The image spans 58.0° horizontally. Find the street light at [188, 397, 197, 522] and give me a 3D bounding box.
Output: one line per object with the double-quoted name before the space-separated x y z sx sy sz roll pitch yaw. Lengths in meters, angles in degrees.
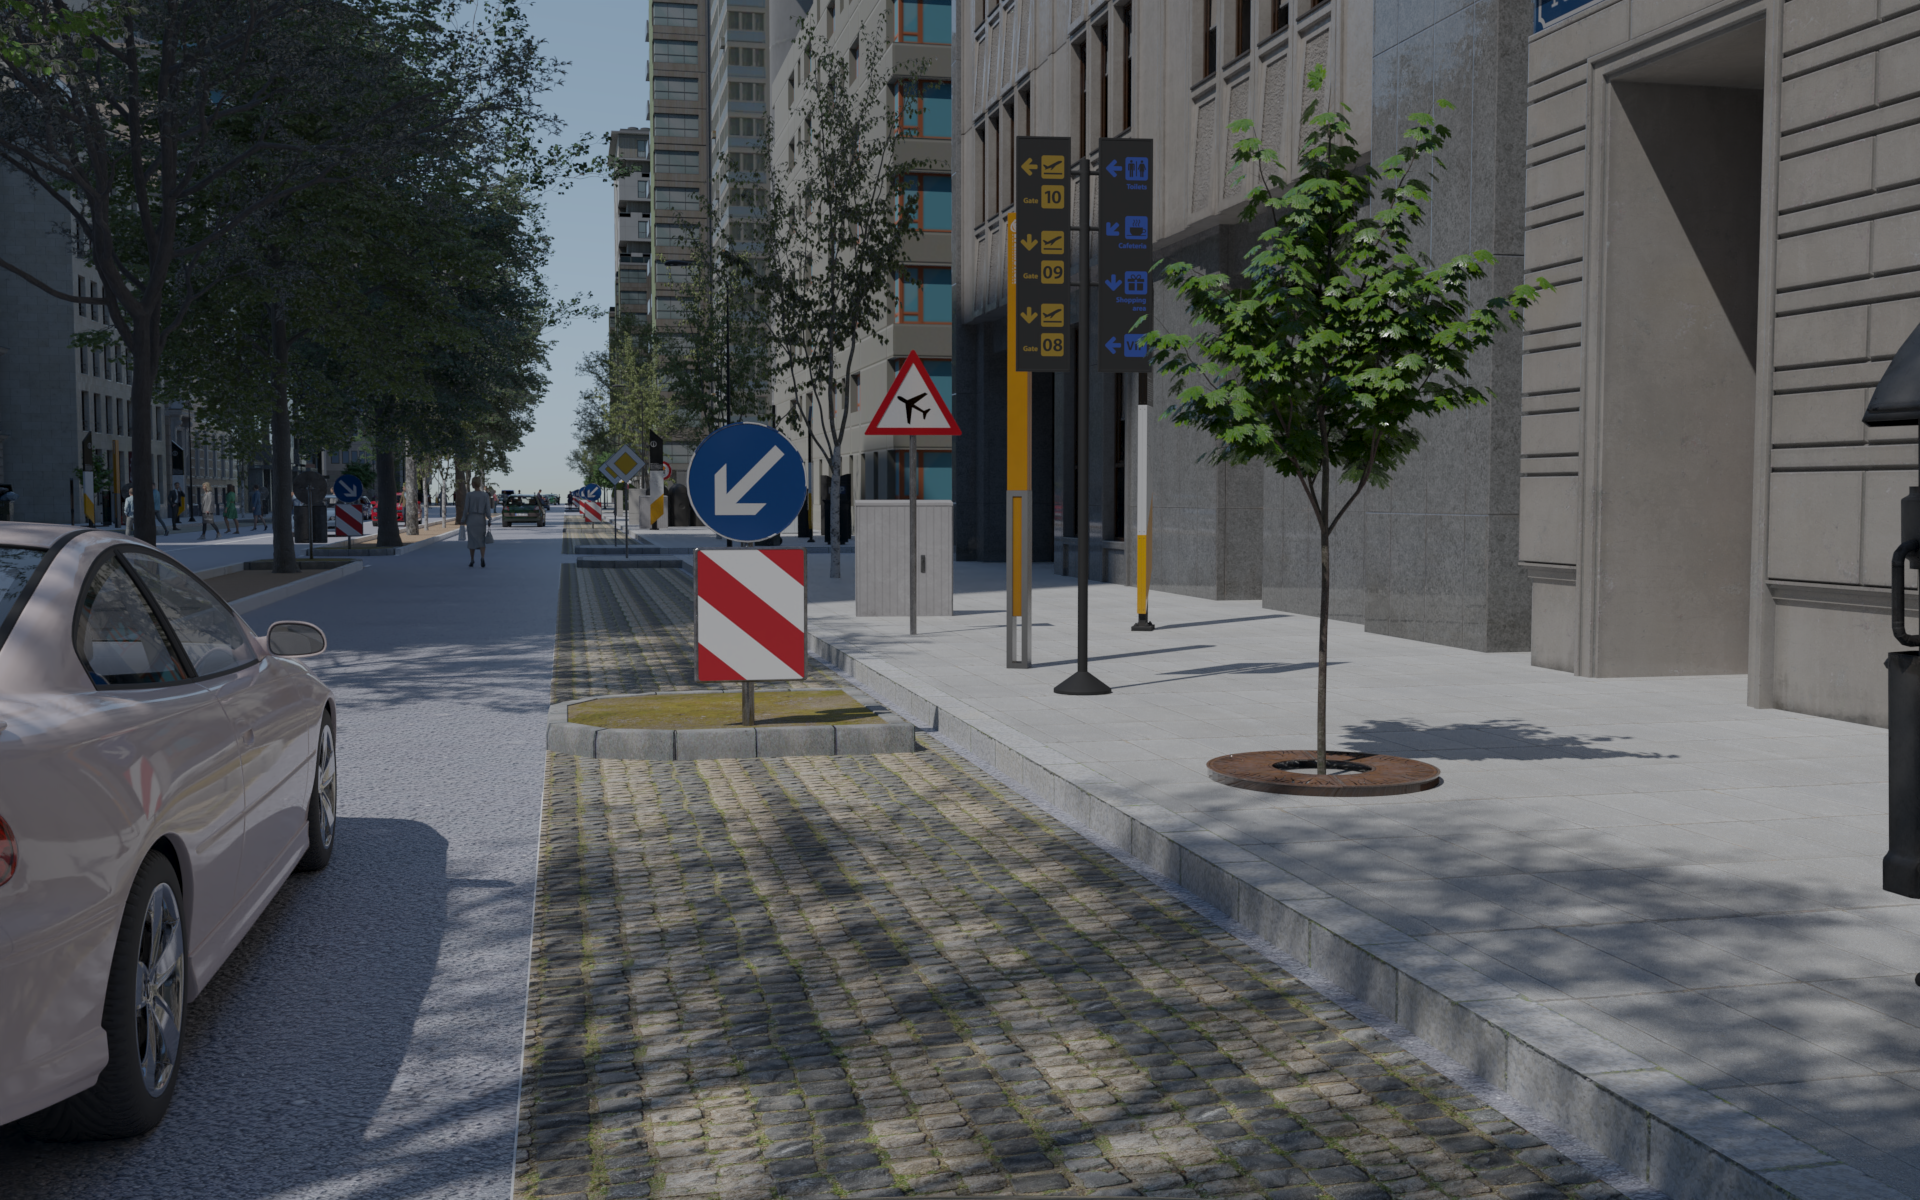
"street light" -35.014 -6.579 80.100 1.470 5.913 1.316 -1 4 -13

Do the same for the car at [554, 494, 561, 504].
"car" -55.377 -13.686 235.570 2.131 1.459 4.920 -1 4 -14

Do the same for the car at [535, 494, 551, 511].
"car" -36.879 -8.557 151.913 2.014 1.417 4.499 -1 4 -12

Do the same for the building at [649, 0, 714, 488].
"building" -15.927 -27.227 128.763 14.154 41.232 14.086 -1 4 -13

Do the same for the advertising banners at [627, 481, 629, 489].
"advertising banners" -17.460 -5.862 92.027 0.090 3.025 2.074 -2 4 -24

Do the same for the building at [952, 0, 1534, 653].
"building" 7.901 -12.611 24.220 12.078 24.808 19.932 -1 4 -13

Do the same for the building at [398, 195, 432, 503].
"building" -85.923 -37.018 255.346 14.600 45.320 14.200 -1 4 -13

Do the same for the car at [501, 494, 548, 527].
"car" -19.105 -4.044 75.905 2.009 1.686 4.222 -1 4 -11

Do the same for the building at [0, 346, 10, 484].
"building" -41.502 -14.411 54.707 14.460 24.649 34.723 -1 4 -13

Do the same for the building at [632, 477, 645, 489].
"building" -17.613 -29.833 179.657 32.217 40.220 23.993 -1 4 -13

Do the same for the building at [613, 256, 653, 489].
"building" -34.641 -26.952 212.373 14.160 30.474 14.107 -1 4 -13

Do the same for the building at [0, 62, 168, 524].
"building" -44.832 -13.841 81.055 10.420 20.320 16.860 -1 4 -13

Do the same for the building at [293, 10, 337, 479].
"building" -67.745 -30.429 152.138 22.147 44.769 28.867 -1 4 -13

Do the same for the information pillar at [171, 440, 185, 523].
"information pillar" -34.186 -5.160 75.724 0.504 3.616 0.183 0 4 -5

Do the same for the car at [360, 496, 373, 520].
"car" -33.464 -5.079 95.616 1.945 1.354 3.894 -1 4 -13

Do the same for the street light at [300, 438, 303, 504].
"street light" -42.594 -8.620 113.477 1.470 5.913 1.316 -1 4 -13

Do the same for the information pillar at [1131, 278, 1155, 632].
"information pillar" 1.747 -1.527 16.314 0.183 3.616 0.504 1 4 13

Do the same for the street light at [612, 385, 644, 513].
"street light" -14.053 -6.189 73.725 1.470 5.913 1.316 -1 4 -13

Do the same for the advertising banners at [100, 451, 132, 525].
"advertising banners" -34.334 -4.561 70.763 2.074 3.025 0.090 1 4 21

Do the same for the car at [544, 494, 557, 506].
"car" -51.583 -12.566 217.249 2.131 1.459 4.920 -1 4 -15

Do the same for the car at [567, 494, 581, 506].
"car" -47.883 -12.566 215.243 2.009 1.686 4.222 -1 4 -11

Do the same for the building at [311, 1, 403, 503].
"building" -78.920 -40.589 205.628 21.231 58.520 28.212 -1 4 -13

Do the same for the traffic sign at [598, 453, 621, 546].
"traffic sign" -8.435 -2.367 42.349 0.795 2.450 0.064 -1 4 -13

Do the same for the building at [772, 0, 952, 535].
"building" 9.217 -13.349 63.298 28.899 21.520 27.650 -1 4 -13

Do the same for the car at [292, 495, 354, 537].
"car" -21.681 -2.895 59.328 2.014 1.417 4.499 -1 4 -11

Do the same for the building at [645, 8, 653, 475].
"building" -15.716 -32.524 151.368 23.786 49.044 30.456 -1 4 -13

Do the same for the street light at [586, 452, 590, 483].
"street light" -30.877 -10.718 147.783 1.470 5.913 1.316 -1 4 -13

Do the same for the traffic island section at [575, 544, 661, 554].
"traffic island section" -8.414 -1.232 42.432 2.009 0.180 2.903 -1 4 -13

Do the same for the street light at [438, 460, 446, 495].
"street light" -70.444 -16.104 235.842 1.470 5.913 1.316 -1 4 -13

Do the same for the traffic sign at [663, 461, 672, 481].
"traffic sign" -11.374 -4.036 66.093 0.768 2.556 0.104 0 4 -7

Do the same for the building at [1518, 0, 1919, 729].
"building" 11.252 -10.258 3.870 11.583 22.565 21.152 -1 4 -13

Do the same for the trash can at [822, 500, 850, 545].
"trash can" -3.135 -1.972 43.900 0.748 1.137 0.748 0 3 0

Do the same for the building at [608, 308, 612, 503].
"building" -46.929 -30.297 267.057 14.160 30.474 14.107 -1 4 -13

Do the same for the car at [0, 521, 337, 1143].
"car" -2.999 0.450 5.013 2.083 1.381 4.827 -1 4 -13

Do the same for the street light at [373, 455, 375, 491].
"street light" -52.109 -11.195 155.585 1.470 5.913 1.316 -1 4 -13

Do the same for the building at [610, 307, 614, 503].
"building" -37.822 -27.791 226.091 14.160 30.474 14.107 -1 4 -13

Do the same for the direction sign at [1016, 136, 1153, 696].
"direction sign" 0.792 -1.168 11.094 0.876 3.537 0.379 0 4 -6

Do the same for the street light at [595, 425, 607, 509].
"street light" -23.591 -8.743 115.492 1.470 5.913 1.316 -1 4 -13

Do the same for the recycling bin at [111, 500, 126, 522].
"recycling bin" -38.169 -4.055 78.848 0.722 1.027 0.722 3 5 39

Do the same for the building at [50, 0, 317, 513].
"building" -60.006 -30.813 123.401 23.786 49.044 30.456 -1 4 -13

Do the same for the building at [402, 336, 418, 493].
"building" -79.579 -27.921 228.216 14.160 30.474 14.107 -1 4 -13

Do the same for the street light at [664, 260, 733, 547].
"street light" -5.173 -3.797 34.629 1.470 5.913 1.316 -1 4 -13

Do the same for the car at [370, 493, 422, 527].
"car" -25.256 -4.201 77.722 2.155 1.783 4.494 -1 4 -11

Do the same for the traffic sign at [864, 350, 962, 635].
"traffic sign" -0.427 -0.962 15.727 0.884 2.594 0.081 0 4 -8

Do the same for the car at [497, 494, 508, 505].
"car" -56.063 -12.360 211.877 2.009 1.686 4.222 -1 4 -14

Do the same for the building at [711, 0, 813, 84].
"building" -2.577 -25.453 108.039 32.217 40.220 23.993 -1 4 -13

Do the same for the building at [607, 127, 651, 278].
"building" -35.244 -40.269 247.640 28.713 52.752 27.495 -1 4 -13

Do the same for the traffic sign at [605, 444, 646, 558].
"traffic sign" -6.663 -1.891 34.563 0.795 2.450 0.064 -1 4 -13

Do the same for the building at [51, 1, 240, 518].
"building" -50.079 -19.169 99.322 13.634 28.700 20.117 -1 4 -13
